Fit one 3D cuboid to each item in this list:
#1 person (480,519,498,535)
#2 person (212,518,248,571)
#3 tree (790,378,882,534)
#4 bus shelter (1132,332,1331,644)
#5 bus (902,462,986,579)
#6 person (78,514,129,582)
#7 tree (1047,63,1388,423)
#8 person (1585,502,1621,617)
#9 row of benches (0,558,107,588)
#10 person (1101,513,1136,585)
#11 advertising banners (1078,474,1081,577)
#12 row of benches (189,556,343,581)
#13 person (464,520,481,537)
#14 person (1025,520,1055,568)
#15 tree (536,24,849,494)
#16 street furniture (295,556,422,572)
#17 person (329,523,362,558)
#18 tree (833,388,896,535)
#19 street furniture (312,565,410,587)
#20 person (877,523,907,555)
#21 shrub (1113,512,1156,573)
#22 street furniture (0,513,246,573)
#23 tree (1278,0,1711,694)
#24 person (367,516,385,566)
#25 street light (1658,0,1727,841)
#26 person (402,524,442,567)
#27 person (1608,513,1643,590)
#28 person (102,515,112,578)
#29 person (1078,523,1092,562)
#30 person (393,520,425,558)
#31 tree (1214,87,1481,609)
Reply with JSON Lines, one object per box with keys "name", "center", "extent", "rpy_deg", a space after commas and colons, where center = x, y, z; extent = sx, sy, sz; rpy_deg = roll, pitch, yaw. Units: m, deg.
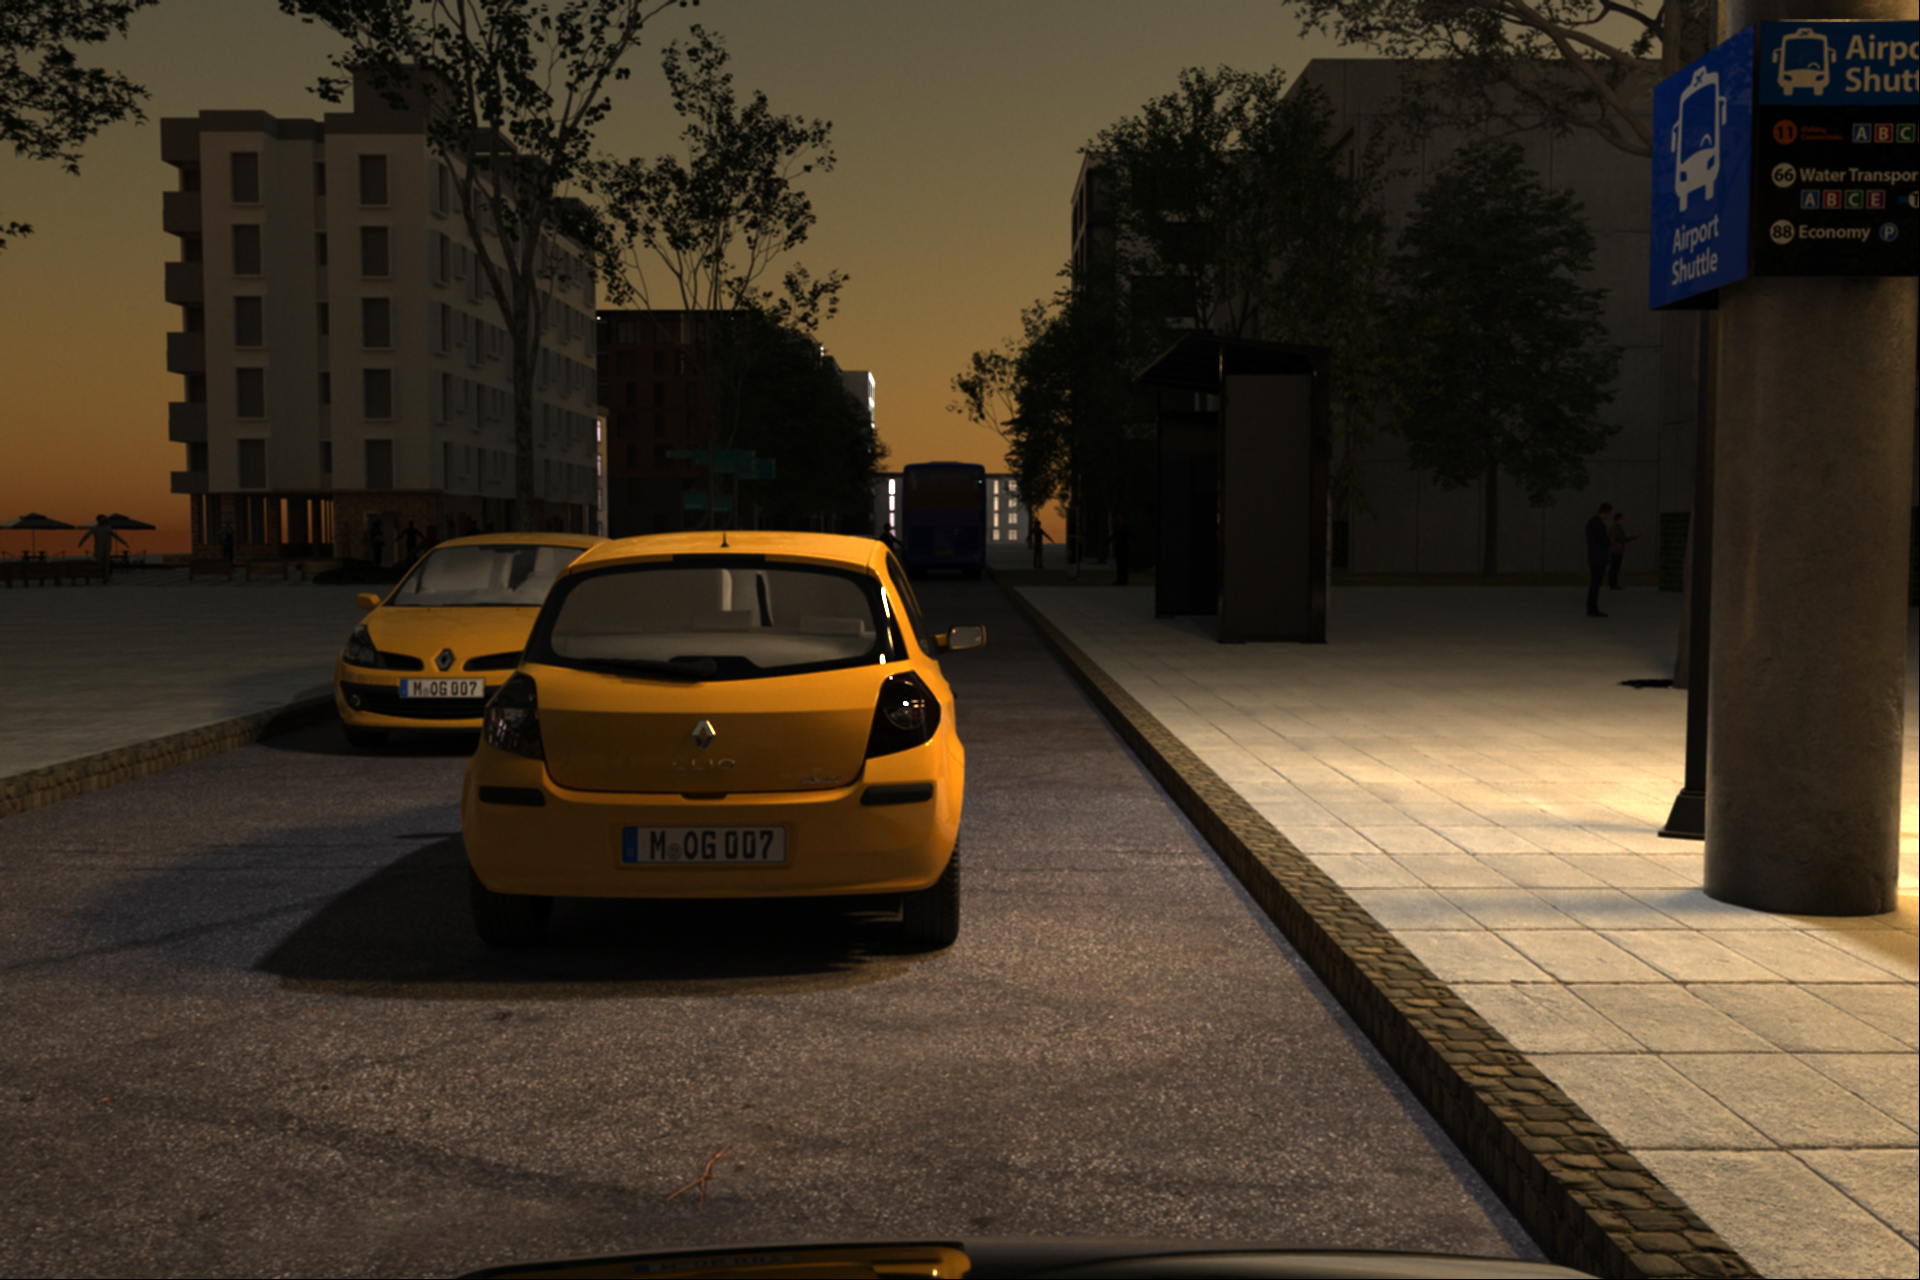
{"name": "person", "center": [-17.900, -3.689, 66.082], "extent": [0.705, 1.858, 1.354], "rpy_deg": [3, 4, 36]}
{"name": "person", "center": [-25.163, -3.285, 59.569], "extent": [0.705, 1.847, 1.347], "rpy_deg": [2, 4, 33]}
{"name": "tree", "center": [-9.311, -12.738, 126.392], "extent": [7.486, 12.596, 7.792], "rpy_deg": [0, 3, 0]}
{"name": "bus shelter", "center": [3.505, -1.958, 23.295], "extent": [1.731, 3.624, 6.357], "rpy_deg": [0, 4, -1]}
{"name": "bus", "center": [-0.510, -4.051, 57.784], "extent": [2.896, 3.916, 12.251], "rpy_deg": [0, 4, 0]}
{"name": "person", "center": [-22.964, -2.458, 46.381], "extent": [0.705, 1.806, 1.347], "rpy_deg": [3, 4, 37]}
{"name": "tree", "center": [5.617, -6.926, 39.002], "extent": [9.928, 11.665, 9.643], "rpy_deg": [0, 3, 0]}
{"name": "person", "center": [10.010, -1.250, 26.935], "extent": [0.568, 1.767, 0.683], "rpy_deg": [0, 4, -4]}
{"name": "row of benches", "center": [-22.603, -1.647, 42.385], "extent": [1.422, 0.672, 4.104], "rpy_deg": [1, 4, 19]}
{"name": "person", "center": [4.056, -2.290, 43.661], "extent": [0.704, 1.802, 1.346], "rpy_deg": [-2, 4, -33]}
{"name": "advertising banners", "center": [3.511, -3.388, 51.579], "extent": [0.090, 3.025, 2.074], "rpy_deg": [0, 4, 1]}
{"name": "row of benches", "center": [-19.294, -1.989, 47.977], "extent": [4.104, 0.672, 1.422], "rpy_deg": [-2, 4, -24]}
{"name": "person", "center": [-19.045, -3.799, 68.052], "extent": [1.347, 1.837, 0.705], "rpy_deg": [1, 4, 23]}
{"name": "person", "center": [2.964, -3.607, 65.245], "extent": [1.348, 1.796, 0.705], "rpy_deg": [3, 5, 40]}
{"name": "tree", "center": [-10.446, -12.935, 67.383], "extent": [12.611, 20.169, 13.585], "rpy_deg": [0, 3, 0]}
{"name": "street furniture", "center": [-17.427, -2.703, 59.819], "extent": [10.072, 0.657, 5.734], "rpy_deg": [1, 4, 18]}
{"name": "person", "center": [-23.982, -3.720, 67.622], "extent": [1.217, 1.733, 0.721], "rpy_deg": [-1, 4, -11]}
{"name": "tree", "center": [-10.076, -14.284, 143.913], "extent": [12.009, 13.543, 11.850], "rpy_deg": [0, 3, 0]}
{"name": "street furniture", "center": [-10.930, -1.750, 44.241], "extent": [10.072, 0.657, 5.734], "rpy_deg": [1, 4, 12]}
{"name": "person", "center": [-1.948, -2.392, 48.285], "extent": [1.216, 1.740, 0.721], "rpy_deg": [-3, 5, -44]}
{"name": "shrub", "center": [5.909, -3.260, 57.345], "extent": [1.661, 2.075, 1.752], "rpy_deg": [0, 3, 0]}
{"name": "street furniture", "center": [-34.500, -3.004, 54.140], "extent": [14.083, 1.986, 27.439], "rpy_deg": [1, 4, 13]}
{"name": "tree", "center": [6.191, -6.330, 13.866], "extent": [12.009, 13.543, 11.850], "rpy_deg": [0, 3, 0]}
{"name": "person", "center": [-18.269, -2.974, 54.401], "extent": [0.705, 1.856, 1.354], "rpy_deg": [-2, 4, -26]}
{"name": "street light", "center": [3.684, -2.119, 7.192], "extent": [1.470, 5.913, 1.316], "rpy_deg": [0, 4, 0]}
{"name": "person", "center": [-8.214, -1.089, 27.014], "extent": [0.989, 1.438, 0.599], "rpy_deg": [0, 4, -3]}
{"name": "person", "center": [15.313, -2.038, 39.899], "extent": [0.750, 1.759, 0.617], "rpy_deg": [1, 4, 16]}
{"name": "person", "center": [-25.025, -2.733, 50.651], "extent": [0.705, 1.833, 1.349], "rpy_deg": [-1, 4, -13]}
{"name": "person", "center": [5.534, -4.526, 80.457], "extent": [1.216, 1.772, 0.721], "rpy_deg": [2, 4, 27]}
{"name": "person", "center": [-21.306, -3.734, 67.237], "extent": [1.347, 1.806, 0.705], "rpy_deg": [-3, 4, -36]}
{"name": "tree", "center": [6.513, -4.830, 29.334], "extent": [4.737, 8.622, 4.395], "rpy_deg": [0, 3, 0]}
